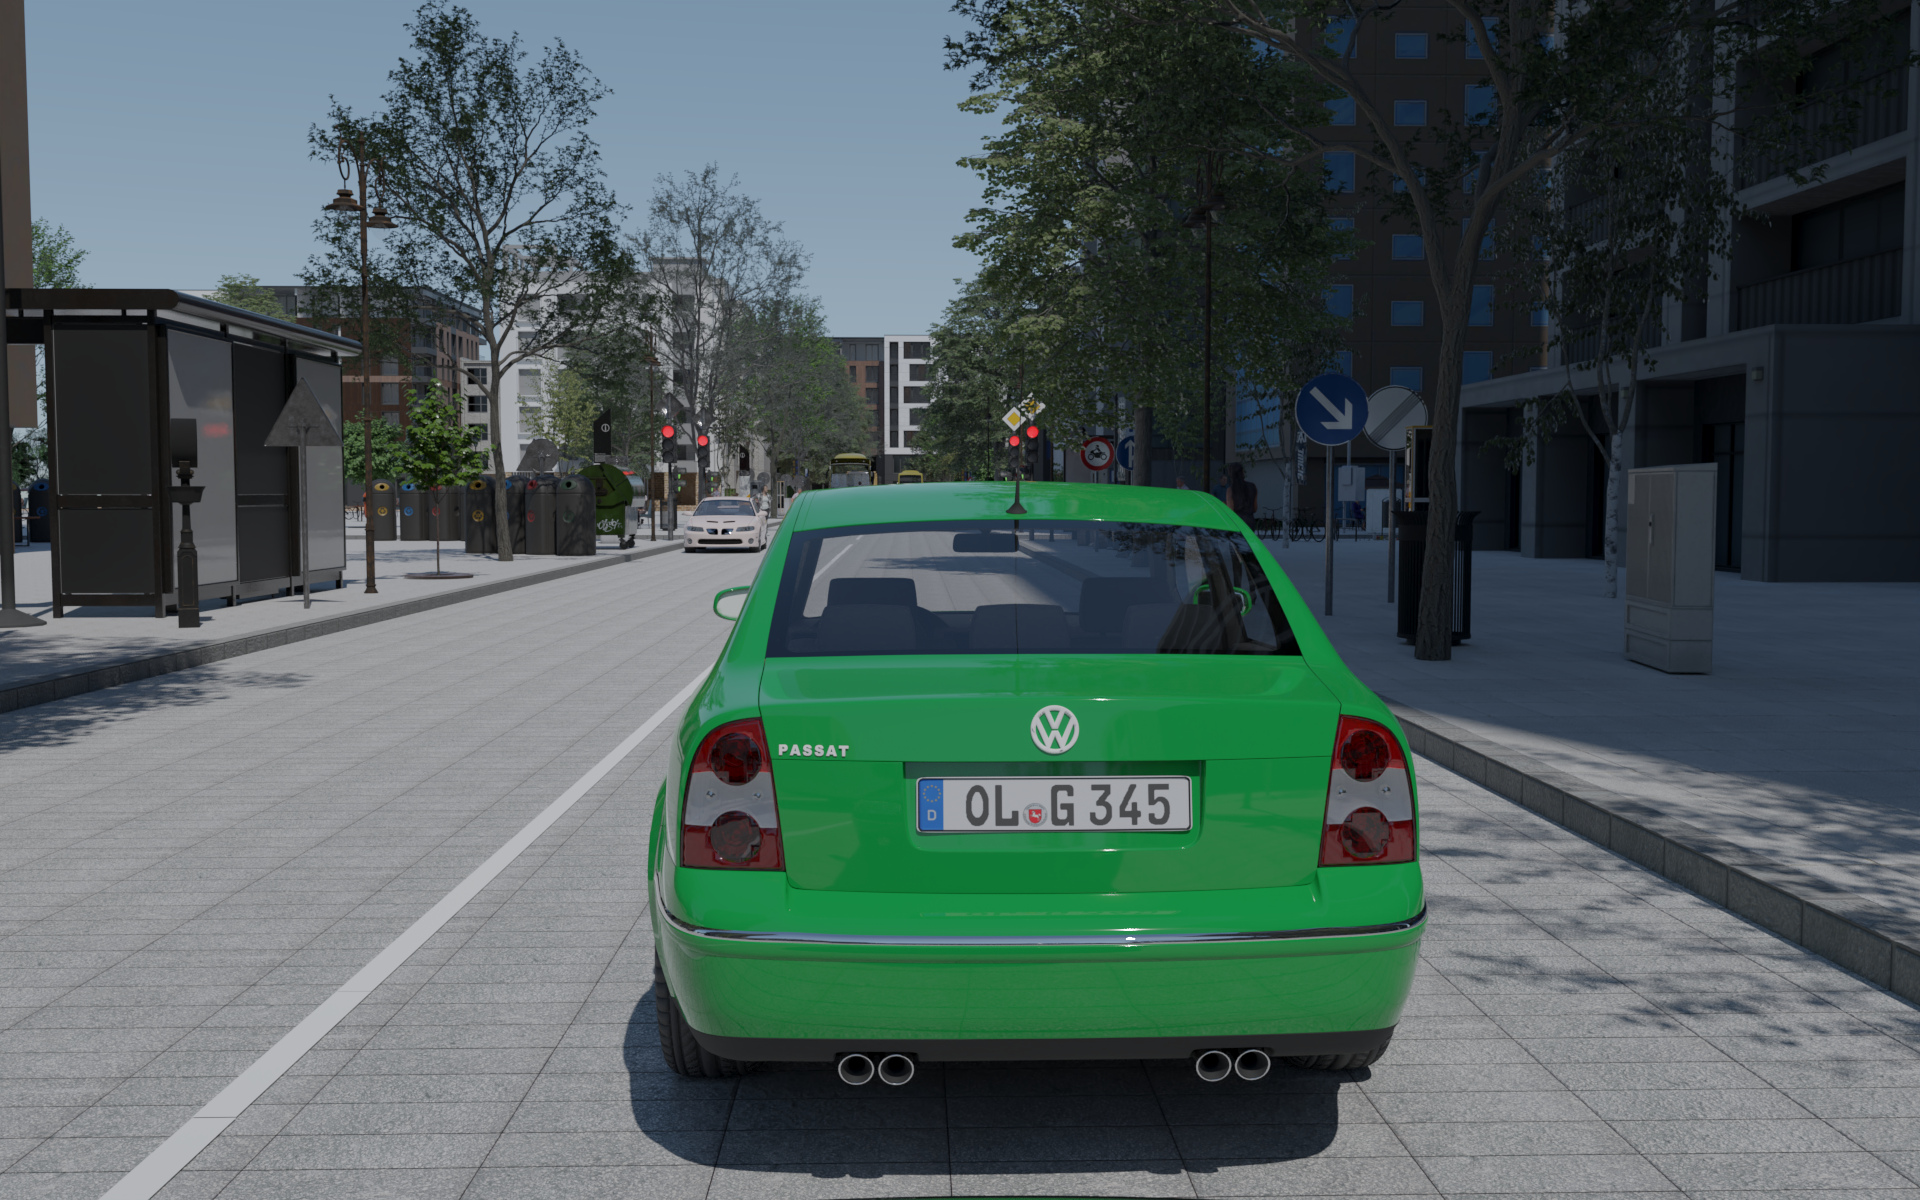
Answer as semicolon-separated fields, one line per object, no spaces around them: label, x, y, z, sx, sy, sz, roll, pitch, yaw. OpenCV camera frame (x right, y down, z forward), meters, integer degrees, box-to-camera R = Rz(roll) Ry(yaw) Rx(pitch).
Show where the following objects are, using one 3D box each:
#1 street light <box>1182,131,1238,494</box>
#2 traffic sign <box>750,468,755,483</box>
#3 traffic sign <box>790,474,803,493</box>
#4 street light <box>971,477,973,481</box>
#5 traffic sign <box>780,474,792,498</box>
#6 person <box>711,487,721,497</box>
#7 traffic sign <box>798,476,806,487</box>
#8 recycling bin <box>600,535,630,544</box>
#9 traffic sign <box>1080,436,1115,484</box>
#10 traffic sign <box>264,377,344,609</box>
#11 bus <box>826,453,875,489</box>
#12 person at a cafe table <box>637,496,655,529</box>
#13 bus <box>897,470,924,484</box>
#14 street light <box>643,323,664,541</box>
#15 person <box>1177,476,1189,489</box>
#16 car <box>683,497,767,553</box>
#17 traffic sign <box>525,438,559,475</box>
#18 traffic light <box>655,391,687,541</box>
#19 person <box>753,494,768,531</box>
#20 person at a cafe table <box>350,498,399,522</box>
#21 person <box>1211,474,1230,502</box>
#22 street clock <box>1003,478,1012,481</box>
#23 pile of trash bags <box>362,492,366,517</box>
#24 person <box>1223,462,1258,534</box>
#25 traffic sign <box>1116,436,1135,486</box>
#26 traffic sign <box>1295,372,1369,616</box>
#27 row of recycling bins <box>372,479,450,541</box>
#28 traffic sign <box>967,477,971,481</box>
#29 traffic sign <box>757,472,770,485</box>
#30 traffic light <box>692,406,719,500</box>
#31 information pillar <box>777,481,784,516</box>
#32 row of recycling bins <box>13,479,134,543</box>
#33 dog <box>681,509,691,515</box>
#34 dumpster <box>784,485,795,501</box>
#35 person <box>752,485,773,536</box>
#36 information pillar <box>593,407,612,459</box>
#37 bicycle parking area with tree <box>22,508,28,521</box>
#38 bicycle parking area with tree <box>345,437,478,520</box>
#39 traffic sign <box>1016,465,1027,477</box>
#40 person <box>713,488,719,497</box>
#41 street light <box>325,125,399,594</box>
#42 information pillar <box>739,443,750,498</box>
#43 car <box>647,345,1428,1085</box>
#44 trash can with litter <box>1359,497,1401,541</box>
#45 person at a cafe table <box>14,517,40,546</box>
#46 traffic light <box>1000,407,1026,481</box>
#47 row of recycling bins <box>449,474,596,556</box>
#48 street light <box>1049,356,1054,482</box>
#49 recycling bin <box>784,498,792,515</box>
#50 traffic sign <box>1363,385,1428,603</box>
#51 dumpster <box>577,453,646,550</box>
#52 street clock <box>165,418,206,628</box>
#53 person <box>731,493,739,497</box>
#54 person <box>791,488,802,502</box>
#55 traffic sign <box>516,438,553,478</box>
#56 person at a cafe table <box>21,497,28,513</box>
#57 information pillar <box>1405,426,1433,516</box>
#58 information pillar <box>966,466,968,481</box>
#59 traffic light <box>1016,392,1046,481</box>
street light;3.170;-3.021;22.175;0.468;5.910;1.993;0;4;-2
traffic sign;-10.130;-5.028;82.320;0.768;2.556;0.104;0;4;3
traffic sign;-10.459;-6.781;110.876;0.884;2.594;0.081;0;4;7
street light;0.734;-8.147;105.995;0.468;5.910;1.993;0;4;-2
traffic sign;-10.988;-6.689;109.475;0.768;2.556;0.104;0;4;4
person;-16.210;-6.650;115.497;0.376;1.734;0.841;3;5;41
traffic sign;-10.971;-7.277;119.082;0.768;2.556;0.104;0;4;4
recycling bin;-8.983;-1.993;45.133;0.722;1.027;0.722;0;4;-7
traffic sign;3.028;-2.335;38.281;0.768;2.556;0.104;0;4;1
traffic sign;-7.304;-1.180;19.290;0.884;2.594;0.081;0;4;0
bus;-6.823;-7.146;108.380;2.896;3.916;12.252;0;4;-3
person at a cafe table;-12.079;-3.377;63.728;1.622;1.524;1.698;-2;4;-30
bus;-5.158;-11.547;180.339;2.896;3.916;12.252;0;4;-2
street light;-8.349;-4.537;46.973;0.468;5.910;1.993;0;4;-2
person;5.244;-2.092;41.190;0.436;1.711;0.756;0;4;-6
car;-5.882;-1.920;43.760;2.083;1.381;4.827;0;4;-3
traffic sign;-9.561;-2.418;39.641;0.768;2.556;0.104;0;4;0
traffic light;-7.934;-3.581;47.477;0.839;4.253;0.868;0;4;-2
person;-7.156;-3.103;62.471;0.697;1.427;0.421;-3;4;-37
person at a cafe table;-27.458;-4.289;80.990;1.698;1.238;1.726;-2;4;-33
person;7.014;-2.465;46.471;0.598;1.807;0.434;0;4;8
street clock;2.034;-4.112;71.796;0.358;2.002;0.471;-3;5;-44
pile of trash bags;-17.682;-2.841;56.195;3.447;1.369;1.912;0;4;1
person;3.220;-0.761;19.958;0.415;1.643;0.593;1;4;20
traffic sign;3.793;-2.315;37.962;0.768;2.556;0.104;0;4;4
traffic sign;3.896;-1.108;18.222;0.768;2.556;0.104;0;4;4
row of recycling bins;-14.551;-2.463;47.387;3.534;1.692;1.069;1;4;9
traffic sign;0.899;-7.729;126.470;0.768;2.556;0.104;0;4;2
traffic sign;-11.319;-6.094;99.737;0.768;2.556;0.104;0;4;8
traffic light;-8.175;-4.070;55.458;0.839;4.253;0.868;0;4;-2
information pillar;-10.350;-5.843;100.025;0.304;2.012;0.304;3;5;42
row of recycling bins;-23.956;-2.389;46.178;3.534;1.692;1.069;-1;4;-17
dog;-16.499;-5.307;104.503;0.748;0.427;0.550;3;5;41
dumpster;-11.540;-6.793;113.564;1.502;2.255;1.985;0;4;-2
person;-6.737;-3.065;59.344;0.841;1.734;0.376;-2;4;-32
information pillar;-9.639;-3.393;46.824;0.504;3.616;0.183;0;4;-6
bicycle parking area with tree;-47.913;-5.729;80.669;9.016;4.147;8.231;1;4;11
bicycle parking area with tree;-27.095;-6.200;88.365;8.231;4.147;9.016;2;4;29
traffic sign;2.795;-4.618;75.607;0.768;2.556;0.104;0;4;5
person;-13.570;-5.455;96.174;0.436;1.711;0.756;0;4;-4
street light;-7.614;-3.023;22.215;0.468;5.910;1.993;0;4;-2
information pillar;-9.889;-5.386;79.411;0.504;3.616;0.183;-1;4;-17
car;0.109;0.192;5.657;1.959;1.807;4.718;0;4;-2
trash can with litter;12.300;-2.253;47.898;2.233;1.210;1.678;2;4;27
person at a cafe table;-23.503;-2.042;41.896;1.622;1.524;1.698;0;4;-1
traffic light;1.721;-4.089;55.773;0.839;4.253;0.868;0;4;-2
row of recycling bins;-9.153;-1.820;36.862;3.534;1.692;1.069;2;4;31
street light;2.471;-4.508;46.491;0.468;5.910;1.993;0;4;-2
recycling bin;-10.662;-5.701;105.760;0.722;1.027;0.722;1;4;17
traffic sign;5.094;-1.240;20.388;0.768;2.556;0.104;0;4;4
dumpster;-8.235;-2.320;40.420;1.502;2.255;1.985;0;4;-2
street clock;-7.422;-0.737;16.616;0.358;2.002;0.471;-1;4;-23
person;-12.363;-5.206;95.067;0.340;1.345;0.435;3;5;41
person;-7.811;-4.558;83.955;0.756;1.711;0.436;-2;4;-29
traffic sign;-9.942;-2.475;40.468;0.884;2.594;0.081;0;4;5
person at a cafe table;-57.962;-5.814;105.922;1.698;1.238;1.726;2;4;35
information pillar;4.996;-0.872;18.750;0.304;2.012;0.304;0;4;0
information pillar;0.346;-8.353;127.920;0.504;3.616;0.183;-1;4;-21
traffic light;1.963;-3.601;47.791;0.839;4.253;0.868;0;4;-2
